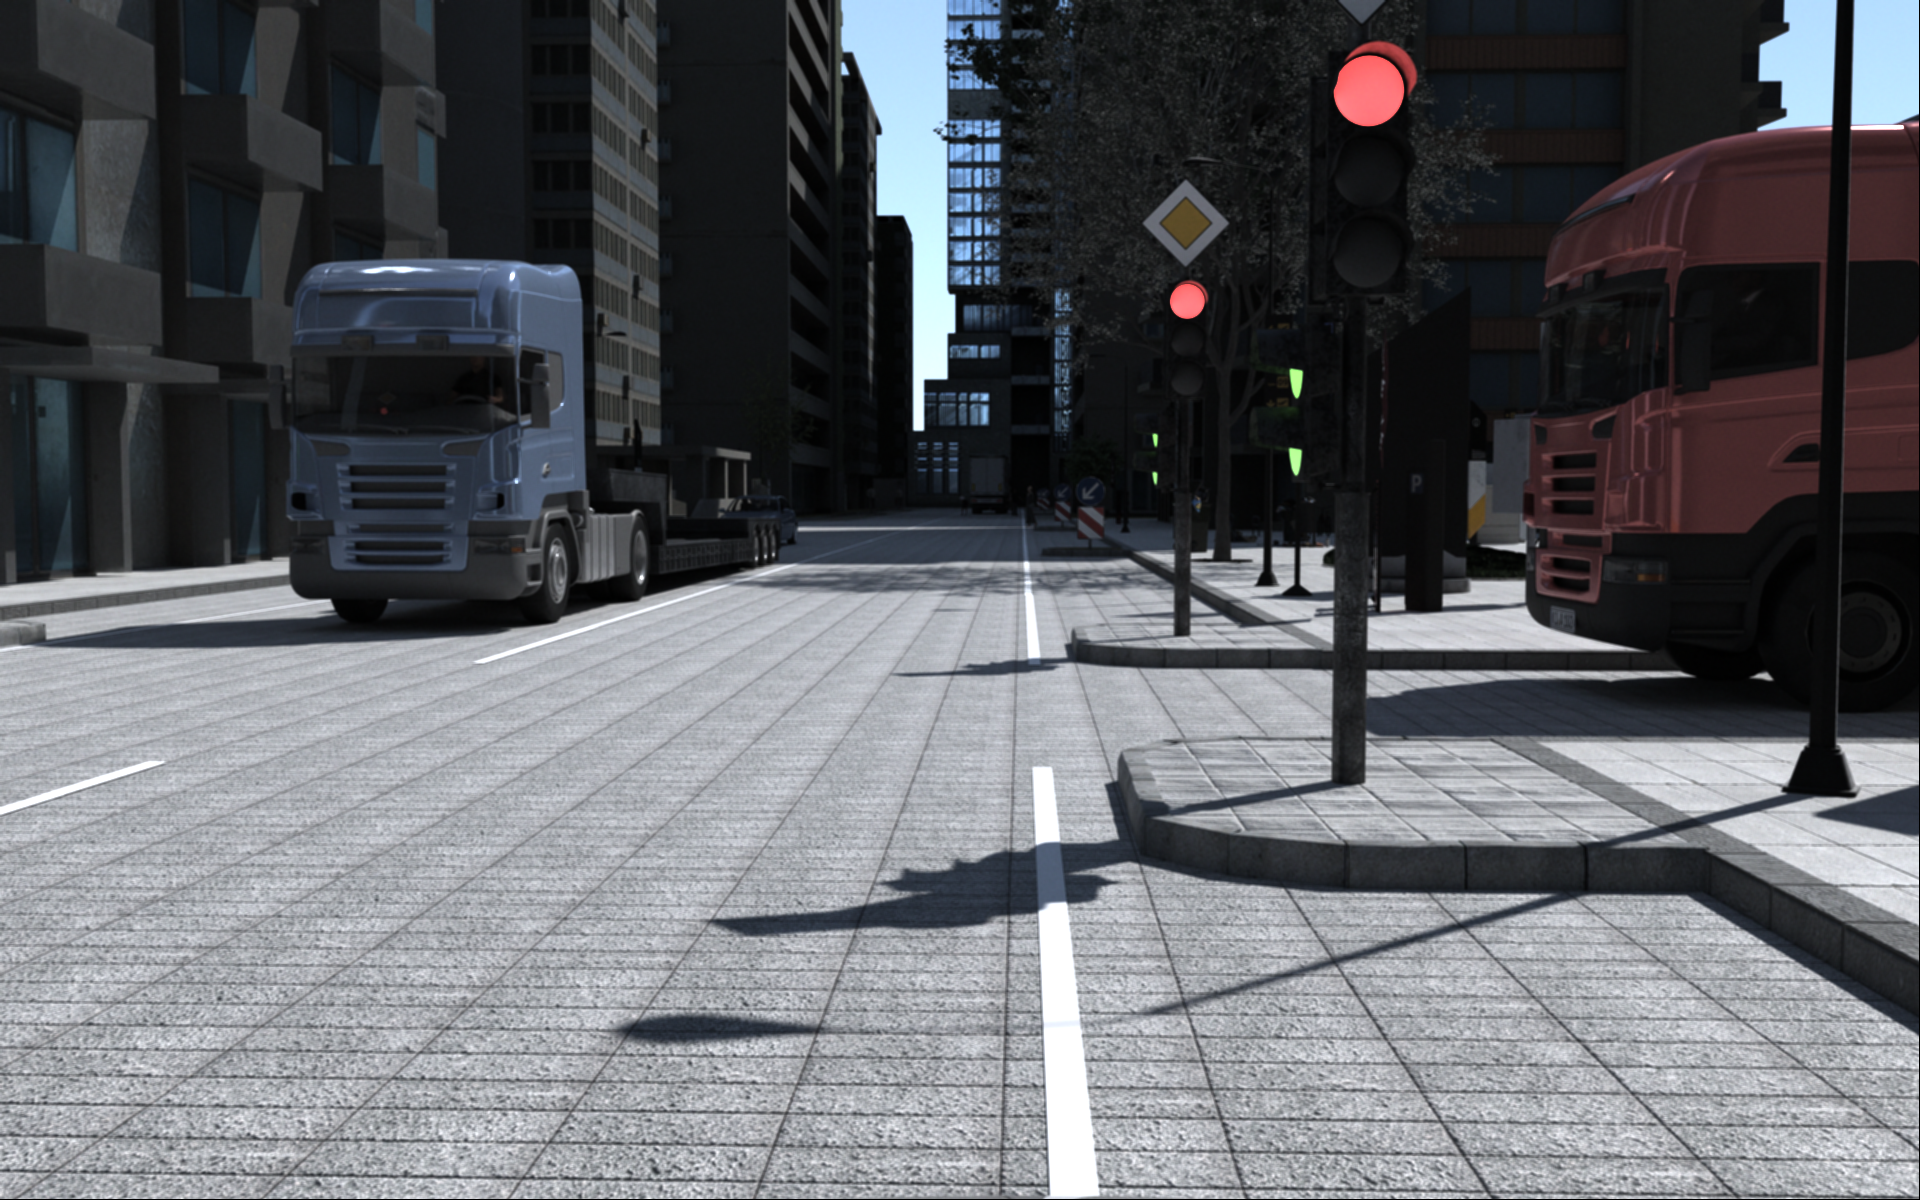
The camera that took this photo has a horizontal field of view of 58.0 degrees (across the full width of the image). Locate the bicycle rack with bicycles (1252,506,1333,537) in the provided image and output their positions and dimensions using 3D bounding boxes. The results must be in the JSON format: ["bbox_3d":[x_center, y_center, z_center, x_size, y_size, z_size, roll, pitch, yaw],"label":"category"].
[{"bbox_3d":[10.102,-2.435,53.201,2.852,0.926,2.925,0,4,5],"label":"bicycle rack with bicycles"}]

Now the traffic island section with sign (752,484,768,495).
[{"bbox_3d":[-7.842,-3.623,67.867,1.989,1.847,2.006,0,4,2],"label":"traffic island section with sign"}]

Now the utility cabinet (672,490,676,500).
[{"bbox_3d":[-13.893,-4.594,83.791,0.318,1.500,1.173,0,4,-6],"label":"utility cabinet"}]

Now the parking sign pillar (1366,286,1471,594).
[{"bbox_3d":[6.022,-2.102,22.838,1.447,3.967,1.447,1,4,14],"label":"parking sign pillar"}]

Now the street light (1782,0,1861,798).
[{"bbox_3d":[3.188,-2.128,7.342,1.470,5.913,1.316,0,4,2],"label":"street light"}]

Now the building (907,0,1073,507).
[{"bbox_3d":[10.541,-53.293,184.019,31.000,86.520,22.319,0,4,2],"label":"building"}]

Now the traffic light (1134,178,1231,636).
[{"bbox_3d":[1.995,-1.631,15.585,0.839,4.253,0.868,0,4,2],"label":"traffic light"}]

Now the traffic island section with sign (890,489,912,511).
[{"bbox_3d":[-5.089,-8.368,145.437,1.989,1.847,2.006,0,4,2],"label":"traffic island section with sign"}]

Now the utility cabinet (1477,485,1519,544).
[{"bbox_3d":[13.579,-2.155,43.908,1.173,1.500,0.318,-1,4,-16],"label":"utility cabinet"}]

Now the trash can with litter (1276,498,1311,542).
[{"bbox_3d":[9.002,-2.157,46.647,0.624,1.170,1.055,3,4,37],"label":"trash can with litter"}]

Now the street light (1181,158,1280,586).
[{"bbox_3d":[3.758,-3.151,24.067,1.470,5.913,1.316,0,4,2],"label":"street light"}]

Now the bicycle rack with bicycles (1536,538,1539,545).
[{"bbox_3d":[11.497,-0.952,28.955,2.852,0.926,2.925,-2,4,-31],"label":"bicycle rack with bicycles"}]

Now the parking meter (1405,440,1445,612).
[{"bbox_3d":[5.094,-0.813,19.003,0.255,1.863,0.399,-2,4,-24],"label":"parking meter"}]

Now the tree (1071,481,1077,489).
[{"bbox_3d":[6.705,-6.042,93.396,1.663,3.219,1.824,0,3,0],"label":"tree"}]

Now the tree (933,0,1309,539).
[{"bbox_3d":[5.477,-11.759,48.154,12.611,20.169,13.585,0,3,0],"label":"tree"}]

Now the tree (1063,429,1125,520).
[{"bbox_3d":[6.749,-6.345,87.447,4.285,4.588,4.351,0,3,0],"label":"tree"}]

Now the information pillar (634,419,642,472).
[{"bbox_3d":[-10.079,-3.848,54.276,0.183,3.616,0.504,0,4,7],"label":"information pillar"}]

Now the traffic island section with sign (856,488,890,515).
[{"bbox_3d":[-6.049,-6.720,118.499,1.989,1.847,2.006,0,4,2],"label":"traffic island section with sign"}]

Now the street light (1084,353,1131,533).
[{"bbox_3d":[4.950,-5.187,57.349,1.470,5.913,1.316,0,4,2],"label":"street light"}]

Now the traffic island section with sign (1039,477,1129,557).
[{"bbox_3d":[2.912,-1.947,40.463,1.989,1.847,2.006,0,4,2],"label":"traffic island section with sign"}]

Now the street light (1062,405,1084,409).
[{"bbox_3d":[6.045,-7.223,90.635,1.470,5.913,1.316,0,4,2],"label":"street light"}]

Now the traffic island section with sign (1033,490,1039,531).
[{"bbox_3d":[3.871,-3.595,67.402,1.989,1.847,2.006,0,4,2],"label":"traffic island section with sign"}]

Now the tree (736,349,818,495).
[{"bbox_3d":[-9.657,-8.477,88.955,4.737,8.622,4.395,0,3,0],"label":"tree"}]

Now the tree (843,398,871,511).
[{"bbox_3d":[-8.951,-11.126,132.273,4.360,8.622,3.978,0,3,0],"label":"tree"}]

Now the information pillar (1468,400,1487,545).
[{"bbox_3d":[12.867,-3.166,43.113,0.504,3.616,0.183,-1,4,-23],"label":"information pillar"}]

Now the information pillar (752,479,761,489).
[{"bbox_3d":[-9.713,-4.783,82.692,0.304,2.012,0.304,2,4,35],"label":"information pillar"}]

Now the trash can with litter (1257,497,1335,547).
[{"bbox_3d":[8.272,-1.917,42.405,1.678,1.210,2.233,-2,4,-35],"label":"trash can with litter"}]

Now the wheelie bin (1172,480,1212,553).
[{"bbox_3d":[5.125,-1.858,38.293,0.693,1.594,0.980,-2,4,-29],"label":"wheelie bin"}]

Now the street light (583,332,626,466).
[{"bbox_3d":[-10.241,-4.719,49.695,1.470,5.913,1.316,0,4,2],"label":"street light"}]

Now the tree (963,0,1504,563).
[{"bbox_3d":[5.081,-7.468,32.465,12.009,13.543,11.850,0,3,0],"label":"tree"}]

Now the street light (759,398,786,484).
[{"bbox_3d":[-9.115,-6.804,83.780,1.470,5.913,1.316,0,4,2],"label":"street light"}]

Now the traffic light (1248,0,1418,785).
[{"bbox_3d":[1.712,-1.143,7.605,0.839,4.253,0.868,0,4,2],"label":"traffic light"}]
